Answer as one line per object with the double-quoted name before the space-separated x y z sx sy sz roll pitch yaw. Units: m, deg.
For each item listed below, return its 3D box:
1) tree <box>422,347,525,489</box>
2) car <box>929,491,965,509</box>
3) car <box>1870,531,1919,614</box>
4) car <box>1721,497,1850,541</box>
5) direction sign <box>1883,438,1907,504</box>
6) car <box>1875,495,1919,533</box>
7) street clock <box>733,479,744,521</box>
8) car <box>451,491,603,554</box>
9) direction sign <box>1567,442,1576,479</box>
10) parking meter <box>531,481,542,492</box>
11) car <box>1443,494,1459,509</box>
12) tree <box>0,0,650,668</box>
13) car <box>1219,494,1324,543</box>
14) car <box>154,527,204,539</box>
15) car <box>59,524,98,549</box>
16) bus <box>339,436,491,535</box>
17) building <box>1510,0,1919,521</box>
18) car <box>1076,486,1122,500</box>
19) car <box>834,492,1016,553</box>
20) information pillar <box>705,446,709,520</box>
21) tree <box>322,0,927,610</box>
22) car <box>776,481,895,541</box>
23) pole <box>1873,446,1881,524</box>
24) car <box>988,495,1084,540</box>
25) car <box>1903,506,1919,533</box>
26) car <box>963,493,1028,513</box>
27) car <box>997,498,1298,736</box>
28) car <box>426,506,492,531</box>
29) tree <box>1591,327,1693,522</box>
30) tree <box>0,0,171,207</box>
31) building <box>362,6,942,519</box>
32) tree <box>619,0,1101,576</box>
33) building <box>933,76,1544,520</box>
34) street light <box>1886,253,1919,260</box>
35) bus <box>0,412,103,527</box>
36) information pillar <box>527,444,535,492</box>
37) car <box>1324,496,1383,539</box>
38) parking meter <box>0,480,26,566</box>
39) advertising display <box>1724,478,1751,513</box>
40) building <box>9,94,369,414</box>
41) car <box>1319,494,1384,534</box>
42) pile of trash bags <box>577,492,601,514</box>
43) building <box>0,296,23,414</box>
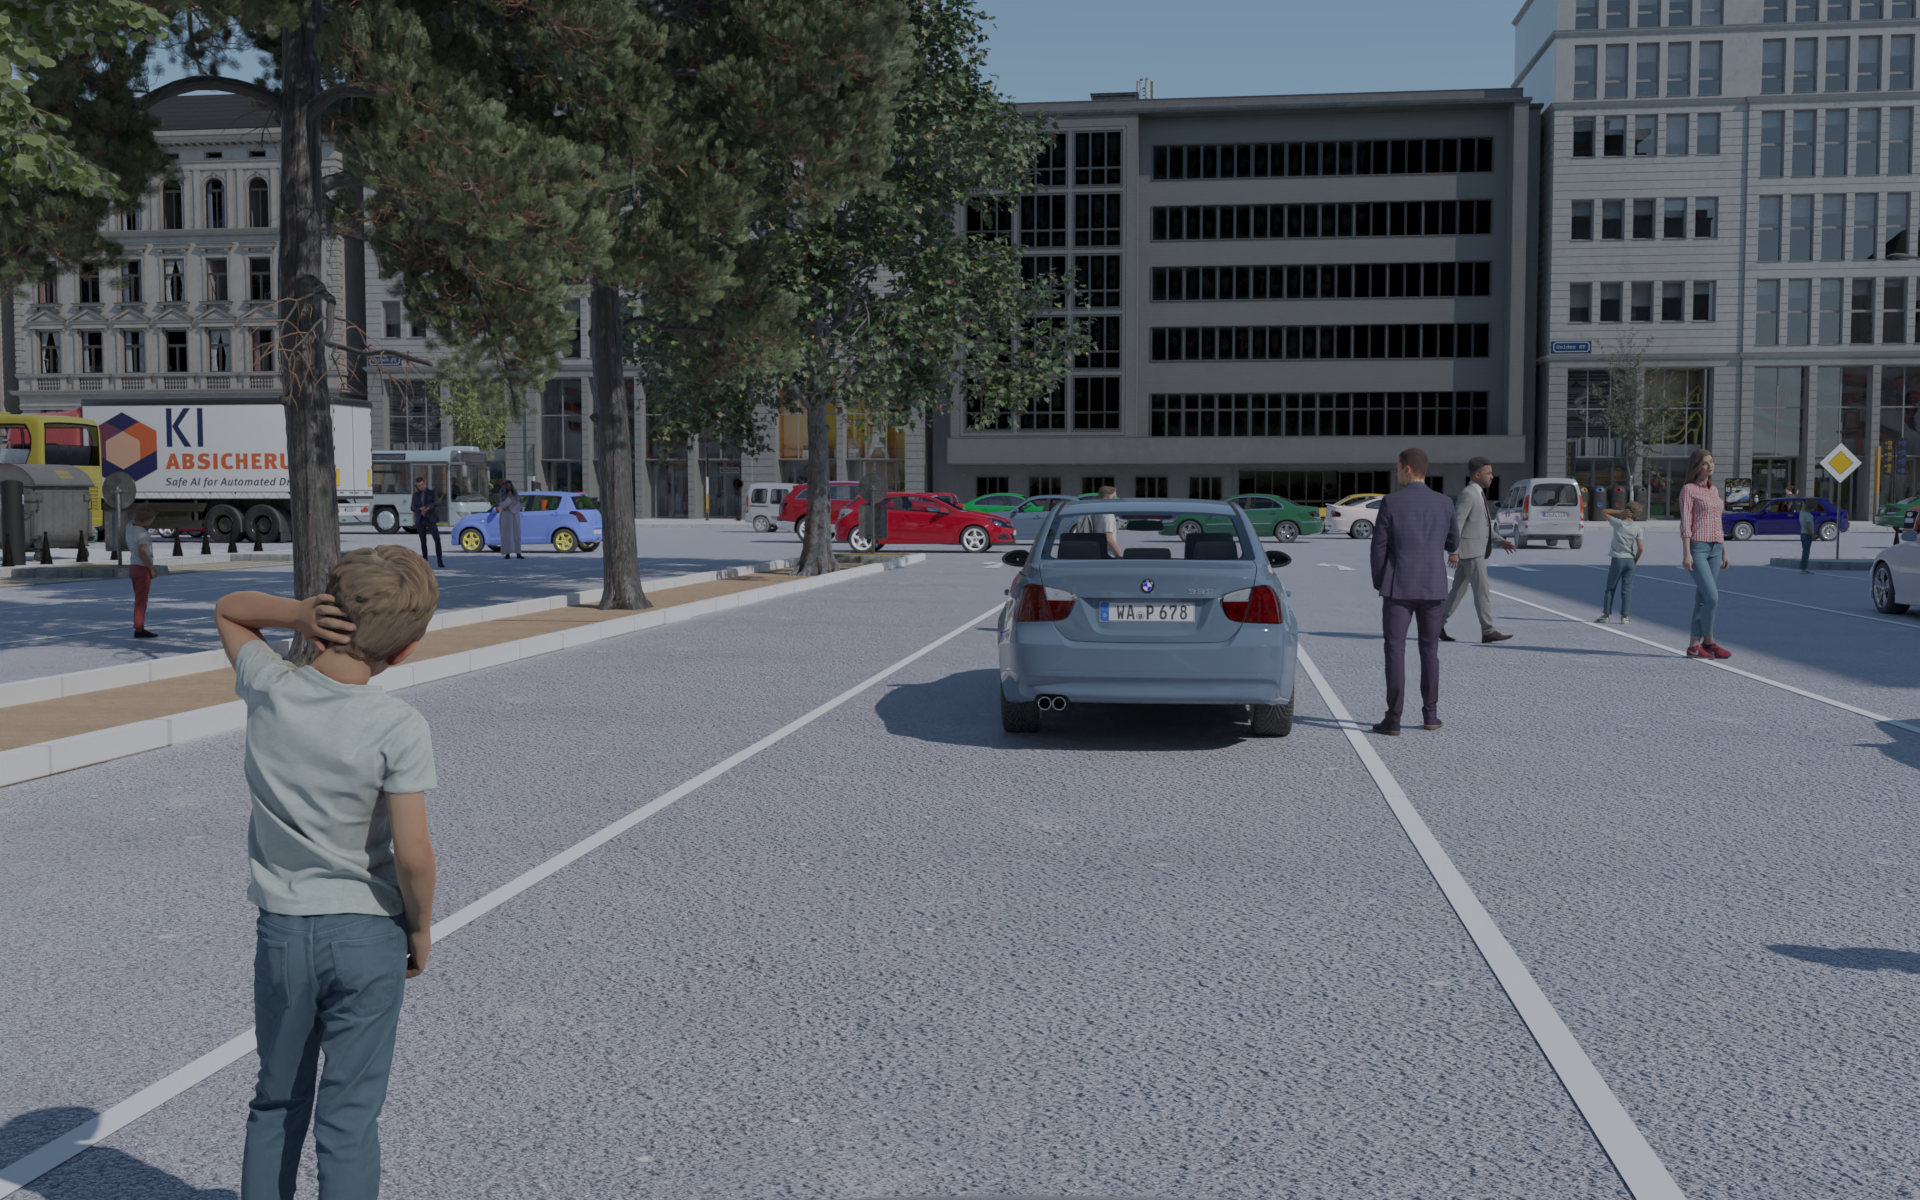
"tree" -21.629 -7.746 77.006 4.737 8.622 4.395 0 3 0
"car" -0.898 -3.280 62.670 2.155 1.783 4.494 1 4 8
"car" 11.724 -0.416 19.165 2.083 1.381 4.827 1 4 9
"car" 25.091 -2.490 53.287 3.894 1.354 1.945 0 4 8
"direction sign" 37.723 -4.768 69.951 0.876 3.537 0.379 0 4 4
"car" 36.231 -3.153 63.349 4.920 1.459 2.131 1 4 9
"street clock" -10.573 -4.774 82.628 0.471 2.002 0.358 1 4 11
"car" -10.660 -2.023 42.665 3.694 1.707 1.945 1 4 9
"direction sign" 26.603 -5.100 75.388 0.379 3.537 0.876 0 4 -1
"parking meter" -18.609 -4.307 76.124 0.399 1.863 0.255 -3 4 -37
"car" 17.811 -3.482 66.710 4.222 1.686 2.009 0 4 7
"tree" -5.424 -5.482 14.139 6.751 12.117 7.091 0 3 0
"car" 8.331 -2.435 51.603 4.920 1.459 2.131 1 4 9
"car" -24.008 -2.897 56.404 4.494 1.783 2.155 1 4 9
"car" -23.862 -1.896 42.803 4.920 1.459 2.131 0 4 6
"bus" -22.927 -4.148 62.682 13.247 3.499 2.948 0 4 8
"building" 43.505 -18.852 85.728 29.804 29.767 11.434 0 4 8
"car" 5.167 -3.737 69.900 4.718 1.807 1.959 0 4 7
"car" -0.848 -2.063 42.774 4.494 1.783 2.155 0 4 6
"information pillar" -12.334 -5.694 84.455 0.183 3.616 0.504 -1 4 -13
"tree" -4.370 -6.819 21.374 7.806 13.903 7.818 0 3 0
"car" -2.767 -2.601 51.201 5.304 1.827 2.281 1 4 8
"pole" 39.067 -4.891 73.809 0.158 3.312 0.155 0 3 0
"car" 2.215 -2.254 48.854 4.499 1.417 2.014 0 4 6
"car" 27.473 -2.226 45.070 5.304 1.827 2.281 0 4 8
"car" 2.056 -3.535 66.599 4.718 1.807 1.959 1 4 9
"car" 1.244 0.024 11.612 2.014 1.417 4.499 0 4 6
"car" -19.058 -3.453 65.491 4.494 1.783 2.155 0 4 6
"tree" 29.410 -7.650 75.434 4.360 8.622 3.978 0 3 0
"tree" -6.188 -5.273 6.801 7.486 12.596 7.792 0 3 0
"building" -15.805 -19.347 93.823 29.804 29.767 11.434 0 4 8
"tree" -2.481 -6.770 30.150 9.611 12.733 9.660 0 3 0
"building" 14.108 -16.683 91.834 30.058 24.678 14.314 0 4 8
"street light" 18.578 -3.730 33.526 1.470 5.913 1.316 0 4 8
"bus" -30.160 -3.462 48.148 12.252 3.916 2.896 1 4 9
"information pillar" -19.974 -5.468 80.750 0.504 3.616 0.183 3 5 43
"car" 14.127 -2.635 55.448 4.827 1.381 2.083 0 4 6
"parking meter" -17.040 -1.392 31.165 0.372 1.533 0.369 0 3 0
"advertising display" 31.486 -3.971 70.140 0.974 1.923 0.123 1 4 14
"building" -41.247 -16.403 97.060 19.941 23.489 11.050 0 4 8
"car" 14.138 -3.171 62.075 3.980 1.641 2.015 0 4 8
"pile of trash bags" -19.247 -4.567 84.418 1.912 1.369 3.447 2 4 29
"building" -60.644 -14.408 100.198 19.286 19.102 10.561 0 4 8
